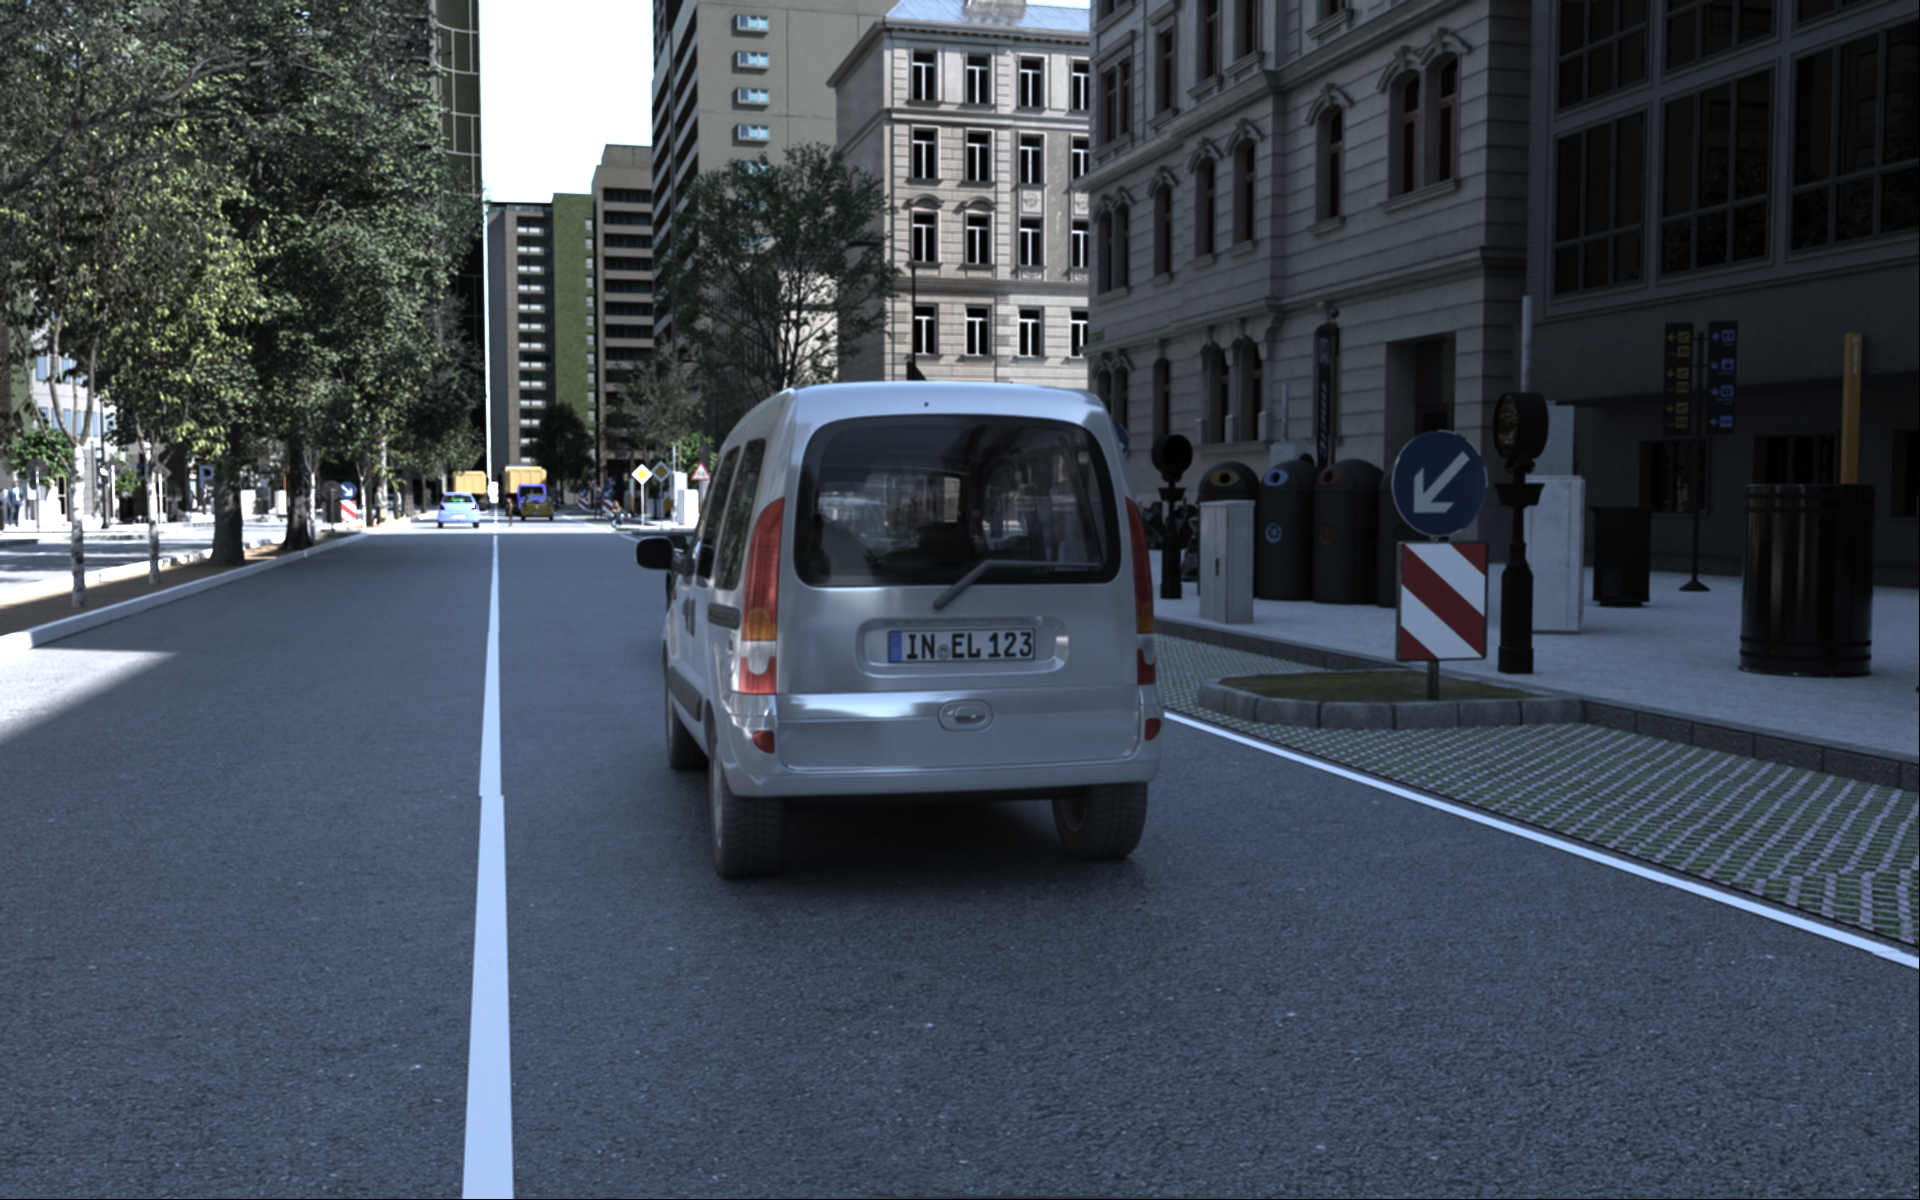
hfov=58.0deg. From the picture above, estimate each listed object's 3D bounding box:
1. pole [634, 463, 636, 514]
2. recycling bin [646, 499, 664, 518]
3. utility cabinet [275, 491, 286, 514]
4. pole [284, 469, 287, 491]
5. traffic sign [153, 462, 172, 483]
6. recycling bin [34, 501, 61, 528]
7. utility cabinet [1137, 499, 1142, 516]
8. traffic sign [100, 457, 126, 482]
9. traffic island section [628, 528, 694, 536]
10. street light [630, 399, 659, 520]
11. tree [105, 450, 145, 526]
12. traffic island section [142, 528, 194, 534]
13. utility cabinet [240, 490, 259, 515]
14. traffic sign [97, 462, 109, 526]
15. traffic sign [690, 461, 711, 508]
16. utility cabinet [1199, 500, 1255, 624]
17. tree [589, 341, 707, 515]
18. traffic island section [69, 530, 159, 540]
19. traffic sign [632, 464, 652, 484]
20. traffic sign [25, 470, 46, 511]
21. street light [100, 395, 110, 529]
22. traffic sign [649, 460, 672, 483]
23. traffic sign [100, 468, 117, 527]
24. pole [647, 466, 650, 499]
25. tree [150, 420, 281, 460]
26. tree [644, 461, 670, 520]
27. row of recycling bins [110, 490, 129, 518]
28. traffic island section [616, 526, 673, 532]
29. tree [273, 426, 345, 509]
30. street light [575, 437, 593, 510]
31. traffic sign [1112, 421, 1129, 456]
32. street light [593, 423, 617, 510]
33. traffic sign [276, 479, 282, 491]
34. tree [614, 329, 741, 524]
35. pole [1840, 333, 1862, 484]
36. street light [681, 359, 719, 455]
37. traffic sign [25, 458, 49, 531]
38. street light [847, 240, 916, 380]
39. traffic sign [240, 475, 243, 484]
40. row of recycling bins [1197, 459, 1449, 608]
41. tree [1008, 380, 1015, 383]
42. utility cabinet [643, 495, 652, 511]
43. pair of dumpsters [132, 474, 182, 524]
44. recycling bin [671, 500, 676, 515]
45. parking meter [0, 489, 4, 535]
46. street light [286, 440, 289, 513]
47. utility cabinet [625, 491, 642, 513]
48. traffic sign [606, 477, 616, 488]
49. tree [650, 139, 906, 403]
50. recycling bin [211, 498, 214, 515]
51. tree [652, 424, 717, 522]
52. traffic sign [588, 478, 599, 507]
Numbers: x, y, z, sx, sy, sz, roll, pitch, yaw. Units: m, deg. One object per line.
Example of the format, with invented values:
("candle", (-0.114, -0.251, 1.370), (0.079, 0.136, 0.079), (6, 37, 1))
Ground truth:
("pole", (-21.224, -7.282, 112.895), (0.158, 3.312, 0.155), (0, 3, 0))
("recycling bin", (-16.117, -4.831, 91.538), (0.722, 1.027, 0.722), (-2, 4, -32))
("utility cabinet", (-44.099, -6.342, 112.365), (0.318, 1.500, 1.173), (0, 4, -1))
("pole", (-47.525, -7.835, 121.941), (0.158, 3.312, 0.155), (0, 3, 0))
("traffic sign", (-29.038, -3.711, 62.871), (0.795, 2.593, 0.064), (-1, 4, -15))
("recycling bin", (-34.313, -3.217, 65.153), (0.722, 1.027, 0.722), (-1, 4, -11))
("utility cabinet", (1.930, -0.749, 23.403), (1.020, 1.237, 0.306), (1, 4, 12))
("traffic sign", (-26.972, -3.240, 55.157), (0.795, 2.593, 0.064), (-1, 4, -15))
("traffic island section", (-10.238, -2.288, 59.683), (2.009, 0.180, 2.903), (-1, 4, -15))
("street light", (-15.436, -6.849, 84.523), (1.470, 5.913, 1.316), (-1, 4, -15))
("tree", (-34.432, -4.661, 70.811), (1.663, 3.219, 1.824), (0, 3, 0))
("traffic island section", (-29.059, -2.486, 62.932), (2.009, 0.180, 2.903), (-1, 4, -15))
("utility cabinet", (-42.859, -5.852, 104.355), (0.318, 1.500, 1.173), (2, 4, 32))
("traffic sign", (-33.402, -4.146, 67.887), (0.768, 2.556, 0.104), (0, 4, -7))
("traffic sign", (-10.015, -4.103, 67.082), (0.884, 2.594, 0.081), (0, 4, -7))
("utility cabinet", (2.685, -0.389, 17.525), (0.306, 1.237, 1.020), (0, 4, -7))
("tree", (-18.772, -10.425, 104.866), (7.601, 10.594, 8.767), (-2, 4, -31))
("traffic island section", (-26.992, -2.015, 55.218), (2.009, 0.180, 2.903), (-1, 4, -15))
("traffic sign", (-12.325, -3.983, 67.309), (0.795, 2.593, 0.064), (-1, 4, -15))
("traffic sign", (-33.458, -3.834, 62.790), (0.768, 2.556, 0.104), (-1, 4, -9))
("street light", (-30.512, -5.522, 62.820), (1.470, 5.913, 1.316), (-1, 4, -15))
("traffic sign", (-10.259, -3.511, 59.595), (0.795, 2.593, 0.064), (-1, 4, -15))
("traffic sign", (-32.904, -3.967, 66.995), (0.606, 2.300, 0.079), (-1, 4, -10))
("pole", (-20.468, -7.338, 113.823), (0.158, 3.312, 0.155), (0, 3, 0))
("tree", (-42.019, -10.046, 98.672), (8.767, 10.594, 7.601), (-2, 4, -24))
("tree", (-14.971, -5.643, 86.862), (1.663, 3.219, 1.824), (0, 3, 0))
("row of recycling bins", (-46.720, -5.445, 96.143), (1.069, 1.692, 3.534), (-2, 4, -28))
("traffic island section", (-12.304, -2.759, 67.398), (2.009, 0.180, 2.903), (-1, 4, -15))
("tree", (-54.991, -13.568, 147.599), (9.928, 11.665, 9.643), (0, 3, 0))
("street light", (-30.412, -10.257, 140.240), (1.470, 5.913, 1.316), (-1, 4, -15))
("traffic sign", (2.549, -1.832, 30.058), (0.768, 2.556, 0.104), (-1, 4, -9))
("street light", (-22.909, -8.569, 112.636), (1.470, 5.913, 1.316), (-1, 4, -15))
("traffic sign", (-51.159, -7.975, 130.492), (0.768, 2.556, 0.104), (-1, 4, -15))
("tree", (-12.471, -7.619, 74.931), (4.360, 8.622, 3.978), (0, 3, 0))
("pole", (11.309, -1.723, 22.018), (0.158, 3.312, 0.155), (0, 3, 0))
("street light", (-8.924, -5.344, 59.909), (1.470, 5.913, 1.316), (-1, 4, -15))
("traffic sign", (-32.448, -3.719, 60.907), (0.768, 2.556, 0.104), (0, 4, -8))
("street light", (-1.378, -3.632, 31.918), (1.470, 5.913, 1.316), (-1, 4, -15))
("traffic sign", (-43.855, -6.411, 104.923), (0.768, 2.556, 0.104), (-1, 4, -10))
("row of recycling bins", (4.288, -0.833, 20.740), (1.069, 1.692, 3.534), (-3, 5, -41))
("tree", (0.956, -2.126, 29.365), (1.663, 3.219, 1.824), (0, 3, 0))
("utility cabinet", (-21.512, -6.544, 118.164), (1.020, 1.237, 0.306), (1, 4, 15))
("pair of dumpsters", (-35.740, -4.554, 76.947), (1.574, 2.255, 4.437), (-1, 4, -15))
("recycling bin", (-17.996, -5.873, 108.583), (0.722, 1.027, 0.722), (-2, 4, -26))
("parking meter", (-29.953, -2.777, 53.823), (0.372, 1.533, 0.369), (0, 3, 0))
("street light", (-45.410, -8.916, 118.324), (1.470, 5.913, 1.316), (-1, 4, -15))
("utility cabinet", (-21.380, -6.414, 113.541), (1.173, 1.500, 0.318), (1, 4, 15))
("traffic sign", (-25.357, -7.696, 125.936), (0.768, 2.556, 0.104), (0, 4, -6))
("tree", (-5.313, -7.637, 50.619), (9.928, 11.665, 9.643), (0, 3, 0))
("recycling bin", (-46.199, -5.829, 107.850), (0.722, 1.027, 0.722), (-1, 4, -10))
("tree", (-12.742, -5.930, 80.670), (4.285, 4.588, 4.351), (0, 3, 0))
("traffic sign", (-29.505, -8.532, 139.508), (0.884, 2.594, 0.081), (-1, 4, -14))
